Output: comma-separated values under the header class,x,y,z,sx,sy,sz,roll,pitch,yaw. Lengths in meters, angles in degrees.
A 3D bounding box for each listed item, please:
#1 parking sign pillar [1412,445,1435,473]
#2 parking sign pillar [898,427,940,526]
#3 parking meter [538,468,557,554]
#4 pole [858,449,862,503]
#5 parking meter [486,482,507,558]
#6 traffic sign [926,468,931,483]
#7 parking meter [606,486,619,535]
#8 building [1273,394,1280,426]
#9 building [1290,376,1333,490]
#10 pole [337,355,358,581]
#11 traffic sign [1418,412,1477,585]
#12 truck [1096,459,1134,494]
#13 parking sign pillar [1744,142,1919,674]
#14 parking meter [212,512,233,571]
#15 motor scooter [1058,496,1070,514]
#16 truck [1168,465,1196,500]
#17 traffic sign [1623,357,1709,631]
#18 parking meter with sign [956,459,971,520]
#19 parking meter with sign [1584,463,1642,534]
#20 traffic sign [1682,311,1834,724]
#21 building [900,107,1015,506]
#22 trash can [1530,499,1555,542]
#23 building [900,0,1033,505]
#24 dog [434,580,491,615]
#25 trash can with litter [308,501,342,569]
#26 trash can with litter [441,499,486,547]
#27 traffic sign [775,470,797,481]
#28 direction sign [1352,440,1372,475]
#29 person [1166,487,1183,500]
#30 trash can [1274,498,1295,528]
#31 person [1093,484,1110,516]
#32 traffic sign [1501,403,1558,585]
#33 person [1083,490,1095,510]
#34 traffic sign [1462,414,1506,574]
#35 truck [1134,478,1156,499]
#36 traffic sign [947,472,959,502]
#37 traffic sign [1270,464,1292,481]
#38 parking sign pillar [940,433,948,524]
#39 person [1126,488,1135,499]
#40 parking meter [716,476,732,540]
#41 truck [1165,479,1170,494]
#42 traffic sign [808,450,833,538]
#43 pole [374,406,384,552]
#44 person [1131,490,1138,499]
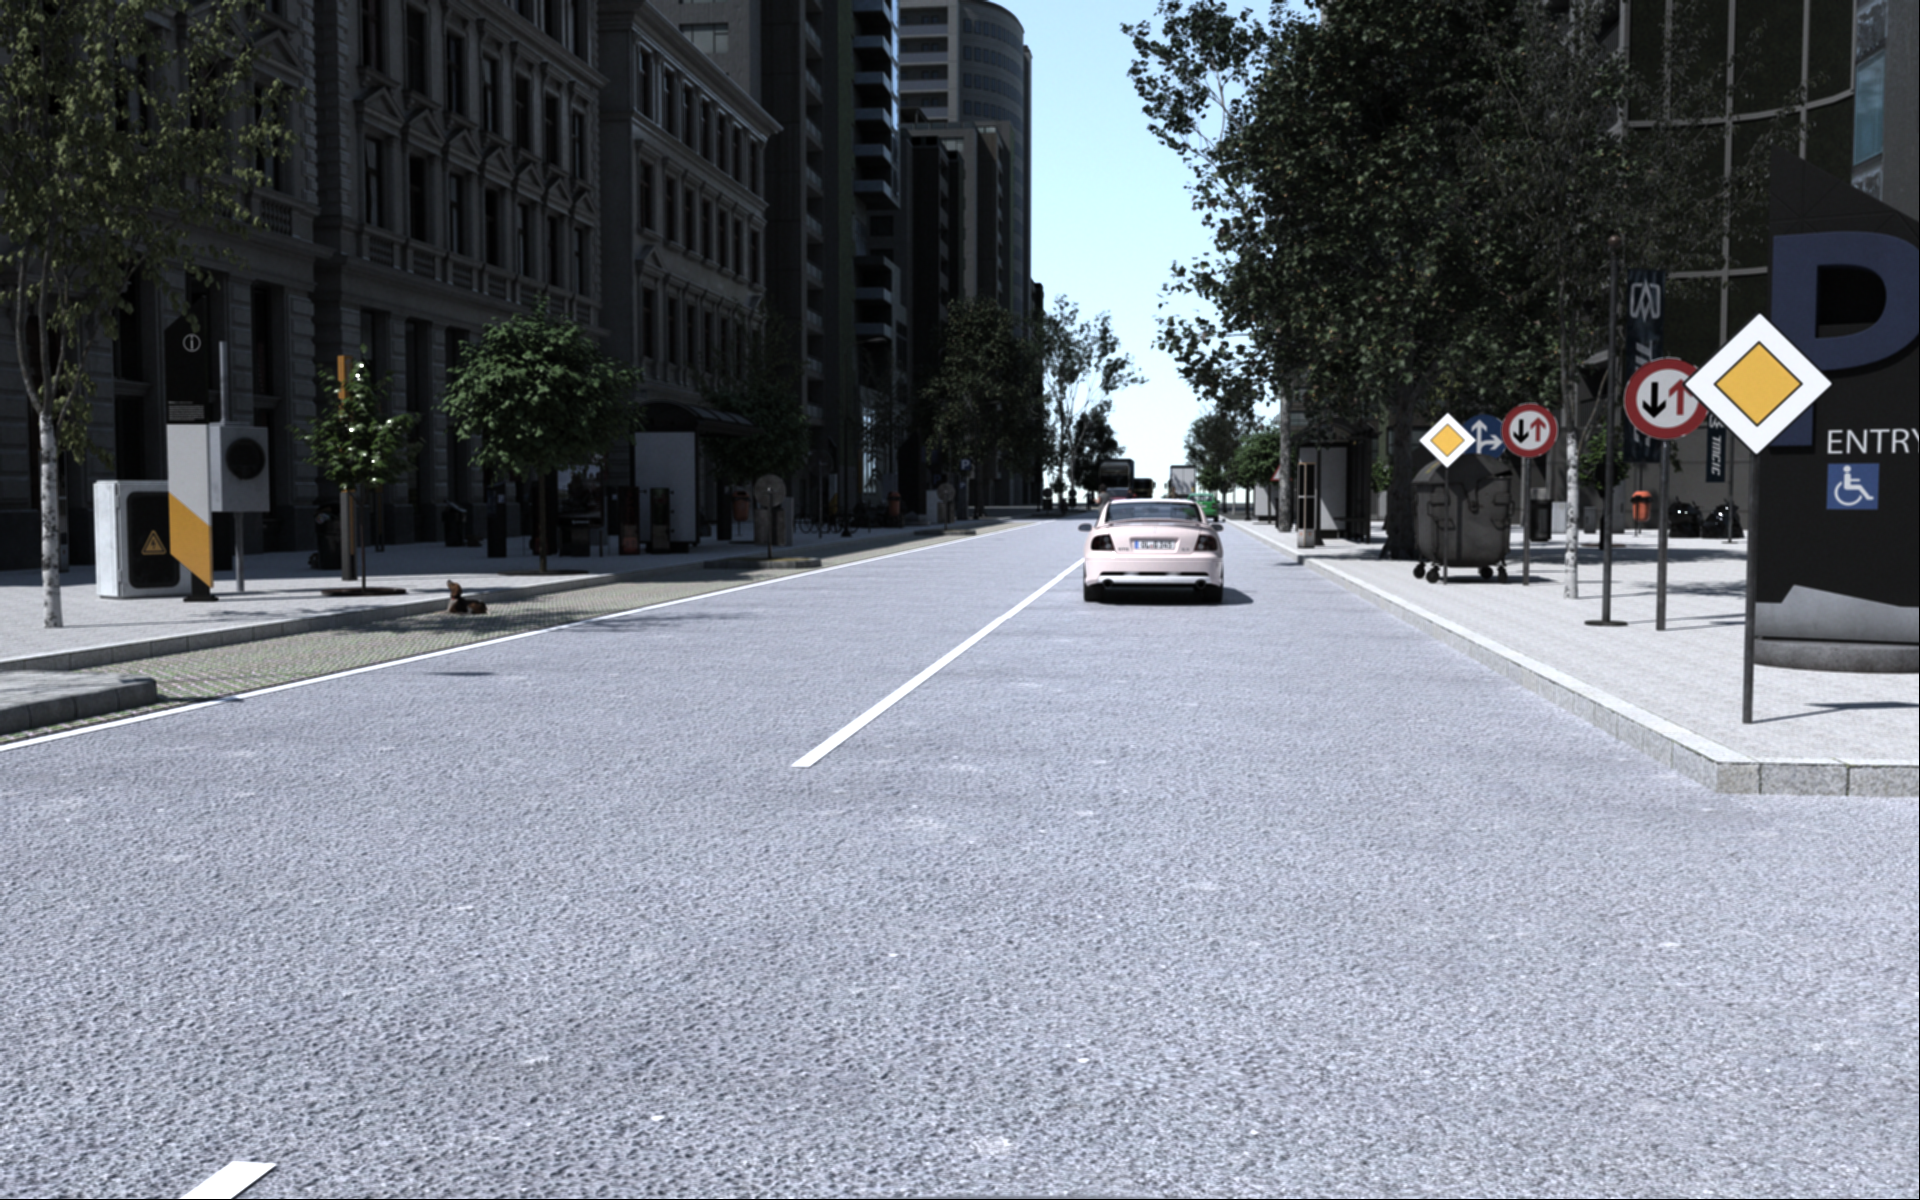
class,x,y,z,sx,sy,sz,roll,pitch,yaw
parking sign pillar,21.679,-5.685,81.422,1.447,3.967,1.447,3,5,40
parking sign pillar,-1.942,-4.997,70.173,1.447,3.967,1.447,-3,5,-42
parking meter,-8.821,-1.916,37.041,0.255,1.863,0.399,-3,5,-40
pole,-4.511,-5.150,78.048,0.158,3.312,0.155,0,3,0
parking meter,-9.373,-1.628,35.024,0.372,1.533,0.369,0,3,0
traffic sign,-1.747,-5.018,82.150,0.768,2.556,0.104,1,4,9
parking meter,-10.805,-2.781,53.875,0.372,1.533,0.369,0,3,0
building,52.388,-36.986,224.331,23.786,49.044,30.456,0,4,7
building,42.533,-30.855,188.080,14.154,41.232,14.086,0,4,7
pole,-9.056,-1.942,25.601,0.158,3.312,0.155,0,3,0
traffic sign,6.871,-1.424,24.466,0.795,2.450,0.064,1,4,14
truck,12.611,-9.205,139.407,2.839,4.237,11.283,0,4,8
parking sign pillar,6.713,-1.498,12.965,1.447,3.967,1.447,2,4,32
parking meter,-12.432,-1.264,29.076,0.372,1.533,0.369,0,3,0
motor scooter,7.392,-6.725,122.733,0.815,1.314,1.986,1,4,9
truck,22.348,-11.326,174.097,2.839,4.237,11.283,0,4,7
traffic sign,6.593,-0.985,16.217,0.768,2.556,0.104,1,4,13
parking meter with sign,0.155,-5.453,85.417,0.543,3.016,1.738,1,4,9
parking meter with sign,21.073,-3.645,55.855,1.738,3.016,0.543,1,4,15
traffic sign,4.400,-0.366,9.623,0.795,2.450,0.064,0,4,7
building,-1.815,-30.672,185.077,14.154,41.232,14.086,0,4,7
trash can,15.579,-2.134,46.544,0.748,1.137,0.748,0,3,0
building,-3.097,-40.669,206.929,21.231,58.520,28.212,0,4,7
dog,-5.899,-0.022,20.561,0.550,0.427,0.748,-2,4,-33
trash can with litter,-10.872,-1.114,29.600,0.624,1.170,1.055,-3,5,-42
trash can with litter,-12.079,-1.885,42.204,1.055,1.170,0.624,1,4,10
traffic sign,-5.005,-2.980,48.732,0.884,2.594,0.081,1,4,15
direction sign,16.323,-4.808,70.600,0.876,3.537,0.379,1,4,18
person,12.618,-5.729,102.179,1.348,1.823,0.705,-1,4,-21
trash can,11.689,-3.107,62.458,0.748,1.137,0.748,0,3,0
person,4.882,-3.052,58.760,0.716,1.782,0.532,-2,4,-35
traffic sign,7.952,-1.477,24.261,0.768,2.556,0.104,1,4,9
person,11.827,-9.196,158.936,1.350,1.814,0.705,3,4,37
traffic sign,8.355,-1.688,27.709,0.768,2.556,0.104,1,4,17
truck,22.422,-13.308,213.501,3.469,3.379,9.791,0,4,7
traffic sign,-0.325,-4.795,80.532,0.606,2.300,0.079,1,4,12
traffic sign,12.840,-4.236,69.264,0.884,2.594,0.081,1,4,12
parking sign pillar,-1.001,-5.347,75.887,1.447,3.967,1.447,0,4,-1
person,9.498,-5.325,96.016,0.568,1.767,0.683,1,4,21
parking meter,-6.546,-2.594,48.123,0.255,1.863,0.399,3,4,38
truck,28.698,-14.165,227.521,3.469,3.379,9.791,0,4,6
traffic sign,-4.070,-3.075,50.390,0.768,2.556,0.104,1,4,10
pole,-12.881,-2.722,38.348,0.158,3.312,0.155,0,3,0
person,11.112,-6.292,112.305,0.756,1.711,0.436,2,4,25
